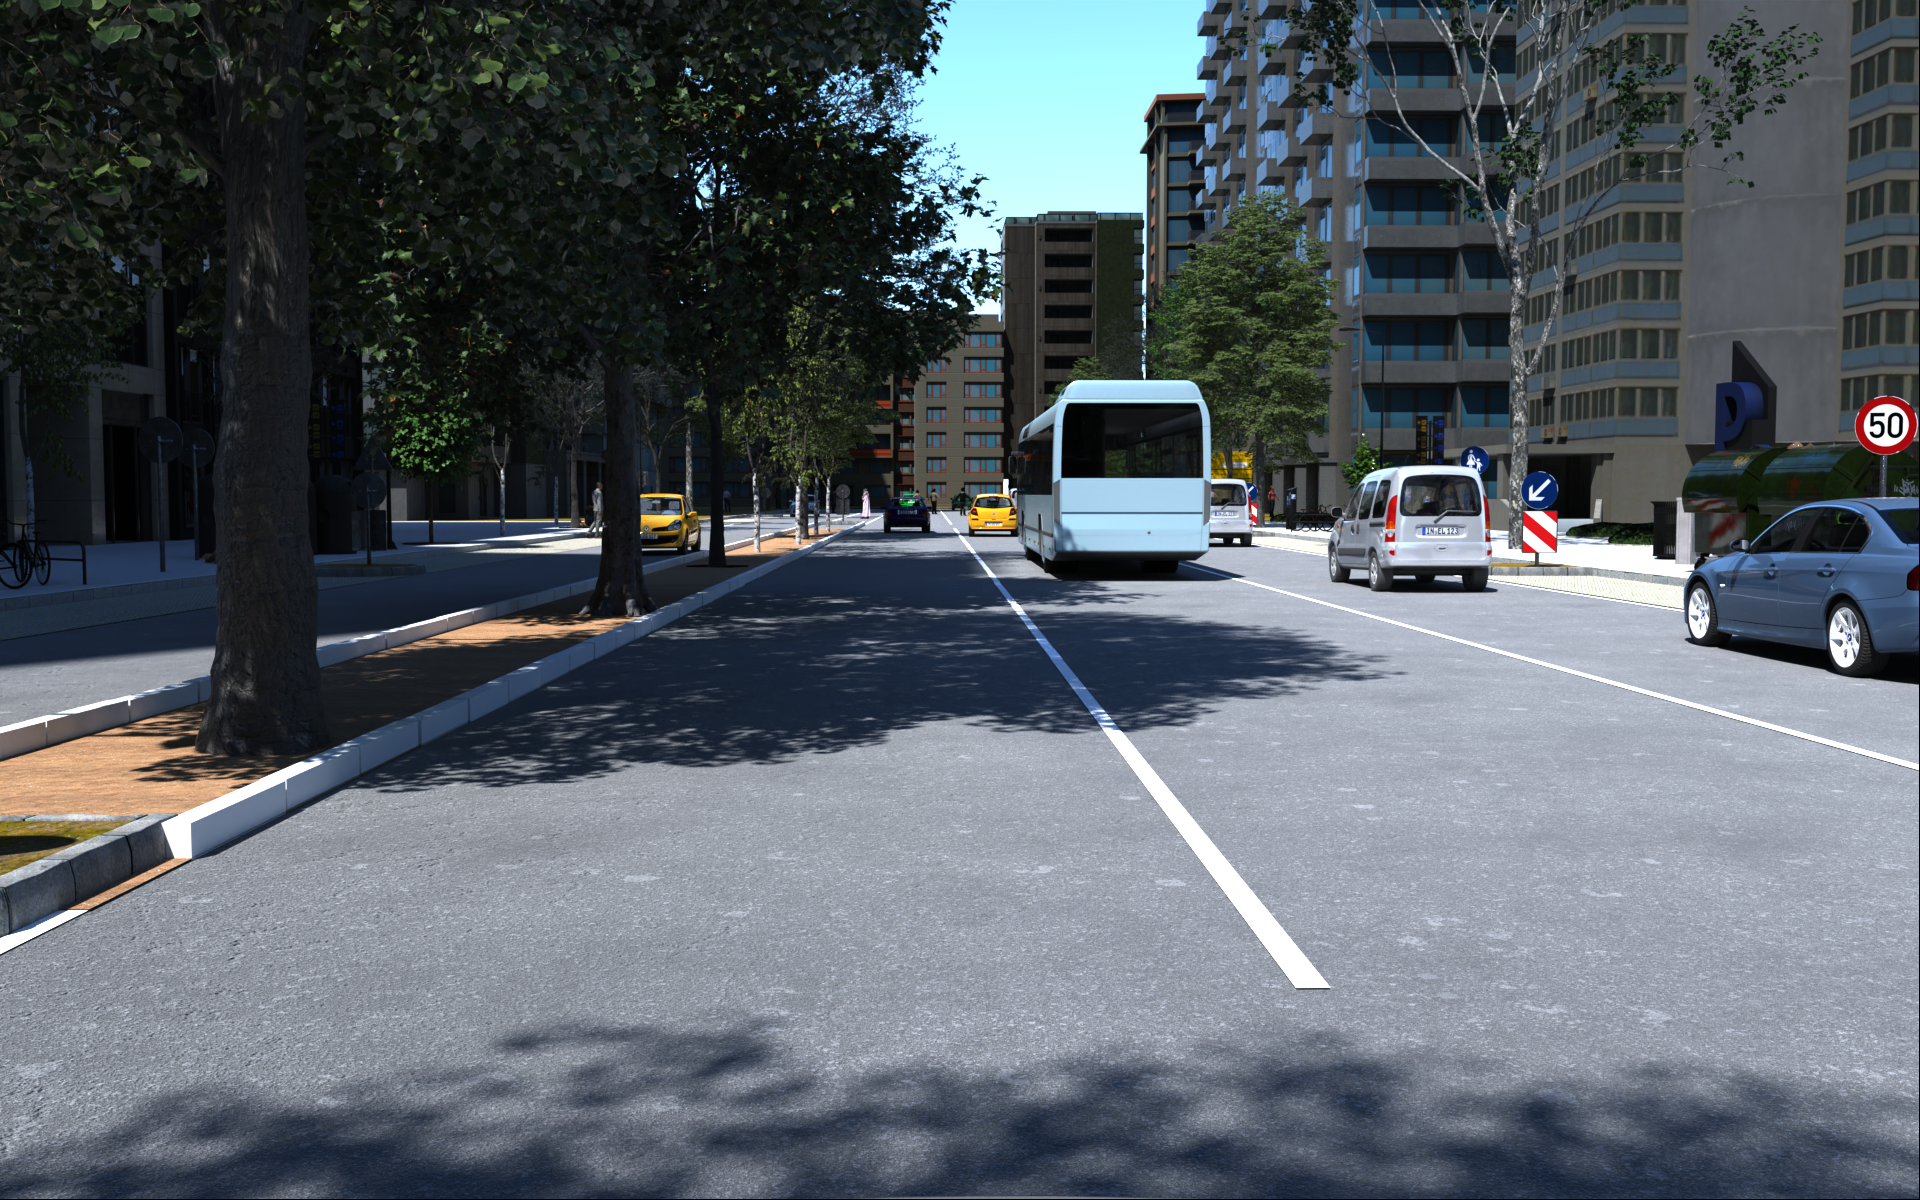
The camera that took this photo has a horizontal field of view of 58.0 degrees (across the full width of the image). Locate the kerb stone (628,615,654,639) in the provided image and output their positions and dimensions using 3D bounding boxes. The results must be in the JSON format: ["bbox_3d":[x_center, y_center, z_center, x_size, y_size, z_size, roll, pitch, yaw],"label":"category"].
[{"bbox_3d":[-3.264,0.286,17.524,0.120,0.150,1.000,0,4,-1],"label":"kerb stone"}]

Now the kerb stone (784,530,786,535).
[{"bbox_3d":[-6.158,-2.283,59.529,0.120,0.150,1.000,0,4,-1],"label":"kerb stone"}]

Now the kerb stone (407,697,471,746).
[{"bbox_3d":[-3.132,0.728,10.348,0.120,0.150,1.000,0,4,-1],"label":"kerb stone"}]

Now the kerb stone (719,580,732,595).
[{"bbox_3d":[-3.406,-0.149,24.707,0.120,0.150,1.000,0,4,-1],"label":"kerb stone"}]

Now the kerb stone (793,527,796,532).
[{"bbox_3d":[-6.230,-2.534,63.619,0.120,0.150,1.000,0,4,-1],"label":"kerb stone"}]

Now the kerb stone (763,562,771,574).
[{"bbox_3d":[-3.518,-0.531,30.872,0.120,0.150,1.000,0,4,-1],"label":"kerb stone"}]

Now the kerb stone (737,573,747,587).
[{"bbox_3d":[-3.437,-0.280,26.766,0.120,0.150,1.000,0,4,-1],"label":"kerb stone"}]

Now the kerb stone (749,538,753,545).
[{"bbox_3d":[-5.949,-1.591,48.261,0.120,0.150,1.000,0,4,-1],"label":"kerb stone"}]

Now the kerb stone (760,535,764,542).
[{"bbox_3d":[-5.998,-1.779,51.330,0.120,0.150,1.000,0,4,-1],"label":"kerb stone"}]

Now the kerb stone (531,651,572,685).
[{"bbox_3d":[-3.190,0.536,13.425,0.120,0.150,1.000,0,4,-1],"label":"kerb stone"}]

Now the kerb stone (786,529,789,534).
[{"bbox_3d":[-6.176,-2.345,60.551,0.120,0.150,1.000,0,4,-1],"label":"kerb stone"}]

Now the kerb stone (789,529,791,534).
[{"bbox_3d":[-6.195,-2.409,61.574,0.120,0.150,1.000,0,4,-1],"label":"kerb stone"}]

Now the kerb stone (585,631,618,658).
[{"bbox_3d":[-3.227,0.411,15.480,0.120,0.150,1.000,0,4,-1],"label":"kerb stone"}]

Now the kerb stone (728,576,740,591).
[{"bbox_3d":[-3.422,-0.215,25.738,0.120,0.150,1.000,0,4,-1],"label":"kerb stone"}]

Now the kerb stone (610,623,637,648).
[{"bbox_3d":[-3.247,0.354,16.502,0.120,0.150,1.000,0,4,-1],"label":"kerb stone"}]

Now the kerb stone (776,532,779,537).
[{"bbox_3d":[-6.090,-2.092,56.455,0.120,0.150,1.000,0,4,-1],"label":"kerb stone"}]

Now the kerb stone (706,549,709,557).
[{"bbox_3d":[-5.772,-1.026,39.009,0.120,0.150,1.000,0,4,-1],"label":"kerb stone"}]

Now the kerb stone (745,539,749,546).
[{"bbox_3d":[-5.931,-1.530,47.236,0.120,0.150,1.000,0,4,-1],"label":"kerb stone"}]

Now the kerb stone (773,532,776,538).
[{"bbox_3d":[-6.078,-2.032,55.431,0.120,0.150,1.000,0,4,-1],"label":"kerb stone"}]

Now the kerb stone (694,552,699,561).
[{"bbox_3d":[-5.740,-0.900,36.955,0.120,0.150,1.000,0,4,-1],"label":"kerb stone"}]

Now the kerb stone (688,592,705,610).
[{"bbox_3d":[-3.347,0.034,21.635,0.120,0.150,1.000,0,4,-1],"label":"kerb stone"}]

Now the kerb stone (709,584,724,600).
[{"bbox_3d":[-3.384,-0.089,23.684,0.120,0.150,1.000,0,4,-1],"label":"kerb stone"}]

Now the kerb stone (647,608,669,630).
[{"bbox_3d":[-3.280,0.224,18.552,0.120,0.150,1.000,0,4,-1],"label":"kerb stone"}]

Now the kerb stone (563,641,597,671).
[{"bbox_3d":[-3.211,0.479,14.455,0.120,0.150,1.000,0,4,-1],"label":"kerb stone"}]

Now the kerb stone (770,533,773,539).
[{"bbox_3d":[-6.059,-1.968,54.403,0.120,0.150,1.000,0,4,-1],"label":"kerb stone"}]

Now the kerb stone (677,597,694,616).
[{"bbox_3d":[-3.321,0.100,20.609,0.120,0.150,1.000,0,4,-1],"label":"kerb stone"}]

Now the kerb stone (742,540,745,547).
[{"bbox_3d":[-5.910,-1.469,46.211,0.120,0.150,1.000,0,4,-1],"label":"kerb stone"}]

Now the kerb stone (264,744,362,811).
[{"bbox_3d":[-3.099,0.850,8.292,0.120,0.150,1.000,0,4,-1],"label":"kerb stone"}]

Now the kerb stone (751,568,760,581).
[{"bbox_3d":[-3.484,-0.400,28.815,0.120,0.150,1.000,0,4,-1],"label":"kerb stone"}]

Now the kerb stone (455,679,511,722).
[{"bbox_3d":[-3.146,0.662,11.373,0.120,0.150,1.000,0,4,-1],"label":"kerb stone"}]

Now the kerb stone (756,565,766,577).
[{"bbox_3d":[-3.495,-0.467,29.839,0.120,0.150,1.000,0,4,-1],"label":"kerb stone"}]

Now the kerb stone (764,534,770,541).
[{"bbox_3d":[-6.049,-1.907,53.374,0.120,0.150,1.000,0,4,-1],"label":"kerb stone"}]

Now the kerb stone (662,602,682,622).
[{"bbox_3d":[-3.306,0.160,19.577,0.120,0.150,1.000,0,4,-1],"label":"kerb stone"}]

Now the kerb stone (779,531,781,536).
[{"bbox_3d":[-6.121,-2.158,57.476,0.120,0.150,1.000,0,4,-1],"label":"kerb stone"}]

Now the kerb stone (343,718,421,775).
[{"bbox_3d":[-3.120,0.788,9.314,0.120,0.150,1.000,0,4,-1],"label":"kerb stone"}]

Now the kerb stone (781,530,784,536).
[{"bbox_3d":[-6.137,-2.221,58.507,0.120,0.150,1.000,0,4,-1],"label":"kerb stone"}]

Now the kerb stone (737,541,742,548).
[{"bbox_3d":[-5.881,-1.406,45.187,0.120,0.150,1.000,0,4,-1],"label":"kerb stone"}]

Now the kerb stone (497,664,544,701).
[{"bbox_3d":[-3.168,0.599,12.401,0.120,0.150,1.000,0,4,-1],"label":"kerb stone"}]

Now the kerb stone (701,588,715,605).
[{"bbox_3d":[-3.359,-0.025,22.663,0.120,0.150,1.000,0,4,-1],"label":"kerb stone"}]

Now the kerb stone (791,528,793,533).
[{"bbox_3d":[-6.209,-2.469,62.597,0.120,0.150,1.000,0,4,-1],"label":"kerb stone"}]

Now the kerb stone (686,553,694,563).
[{"bbox_3d":[-5.707,-0.839,35.933,0.120,0.150,1.000,0,4,-1],"label":"kerb stone"}]

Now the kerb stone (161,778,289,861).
[{"bbox_3d":[-3.073,0.915,7.264,0.120,0.150,1.000,0,4,-1],"label":"kerb stone"}]

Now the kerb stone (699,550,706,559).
[{"bbox_3d":[-5.758,-0.965,37.977,0.120,0.150,1.000,0,4,-1],"label":"kerb stone"}]

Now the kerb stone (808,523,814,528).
[{"bbox_3d":[-6.467,-3.287,75.944,0.120,0.150,1.000,0,4,-1],"label":"kerb stone"}]

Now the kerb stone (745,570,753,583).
[{"bbox_3d":[-3.467,-0.340,27.788,0.120,0.150,1.000,0,4,-1],"label":"kerb stone"}]

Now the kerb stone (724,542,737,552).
[{"bbox_3d":[-5.866,-1.343,44.157,0.120,0.150,1.000,0,4,-1],"label":"kerb stone"}]
